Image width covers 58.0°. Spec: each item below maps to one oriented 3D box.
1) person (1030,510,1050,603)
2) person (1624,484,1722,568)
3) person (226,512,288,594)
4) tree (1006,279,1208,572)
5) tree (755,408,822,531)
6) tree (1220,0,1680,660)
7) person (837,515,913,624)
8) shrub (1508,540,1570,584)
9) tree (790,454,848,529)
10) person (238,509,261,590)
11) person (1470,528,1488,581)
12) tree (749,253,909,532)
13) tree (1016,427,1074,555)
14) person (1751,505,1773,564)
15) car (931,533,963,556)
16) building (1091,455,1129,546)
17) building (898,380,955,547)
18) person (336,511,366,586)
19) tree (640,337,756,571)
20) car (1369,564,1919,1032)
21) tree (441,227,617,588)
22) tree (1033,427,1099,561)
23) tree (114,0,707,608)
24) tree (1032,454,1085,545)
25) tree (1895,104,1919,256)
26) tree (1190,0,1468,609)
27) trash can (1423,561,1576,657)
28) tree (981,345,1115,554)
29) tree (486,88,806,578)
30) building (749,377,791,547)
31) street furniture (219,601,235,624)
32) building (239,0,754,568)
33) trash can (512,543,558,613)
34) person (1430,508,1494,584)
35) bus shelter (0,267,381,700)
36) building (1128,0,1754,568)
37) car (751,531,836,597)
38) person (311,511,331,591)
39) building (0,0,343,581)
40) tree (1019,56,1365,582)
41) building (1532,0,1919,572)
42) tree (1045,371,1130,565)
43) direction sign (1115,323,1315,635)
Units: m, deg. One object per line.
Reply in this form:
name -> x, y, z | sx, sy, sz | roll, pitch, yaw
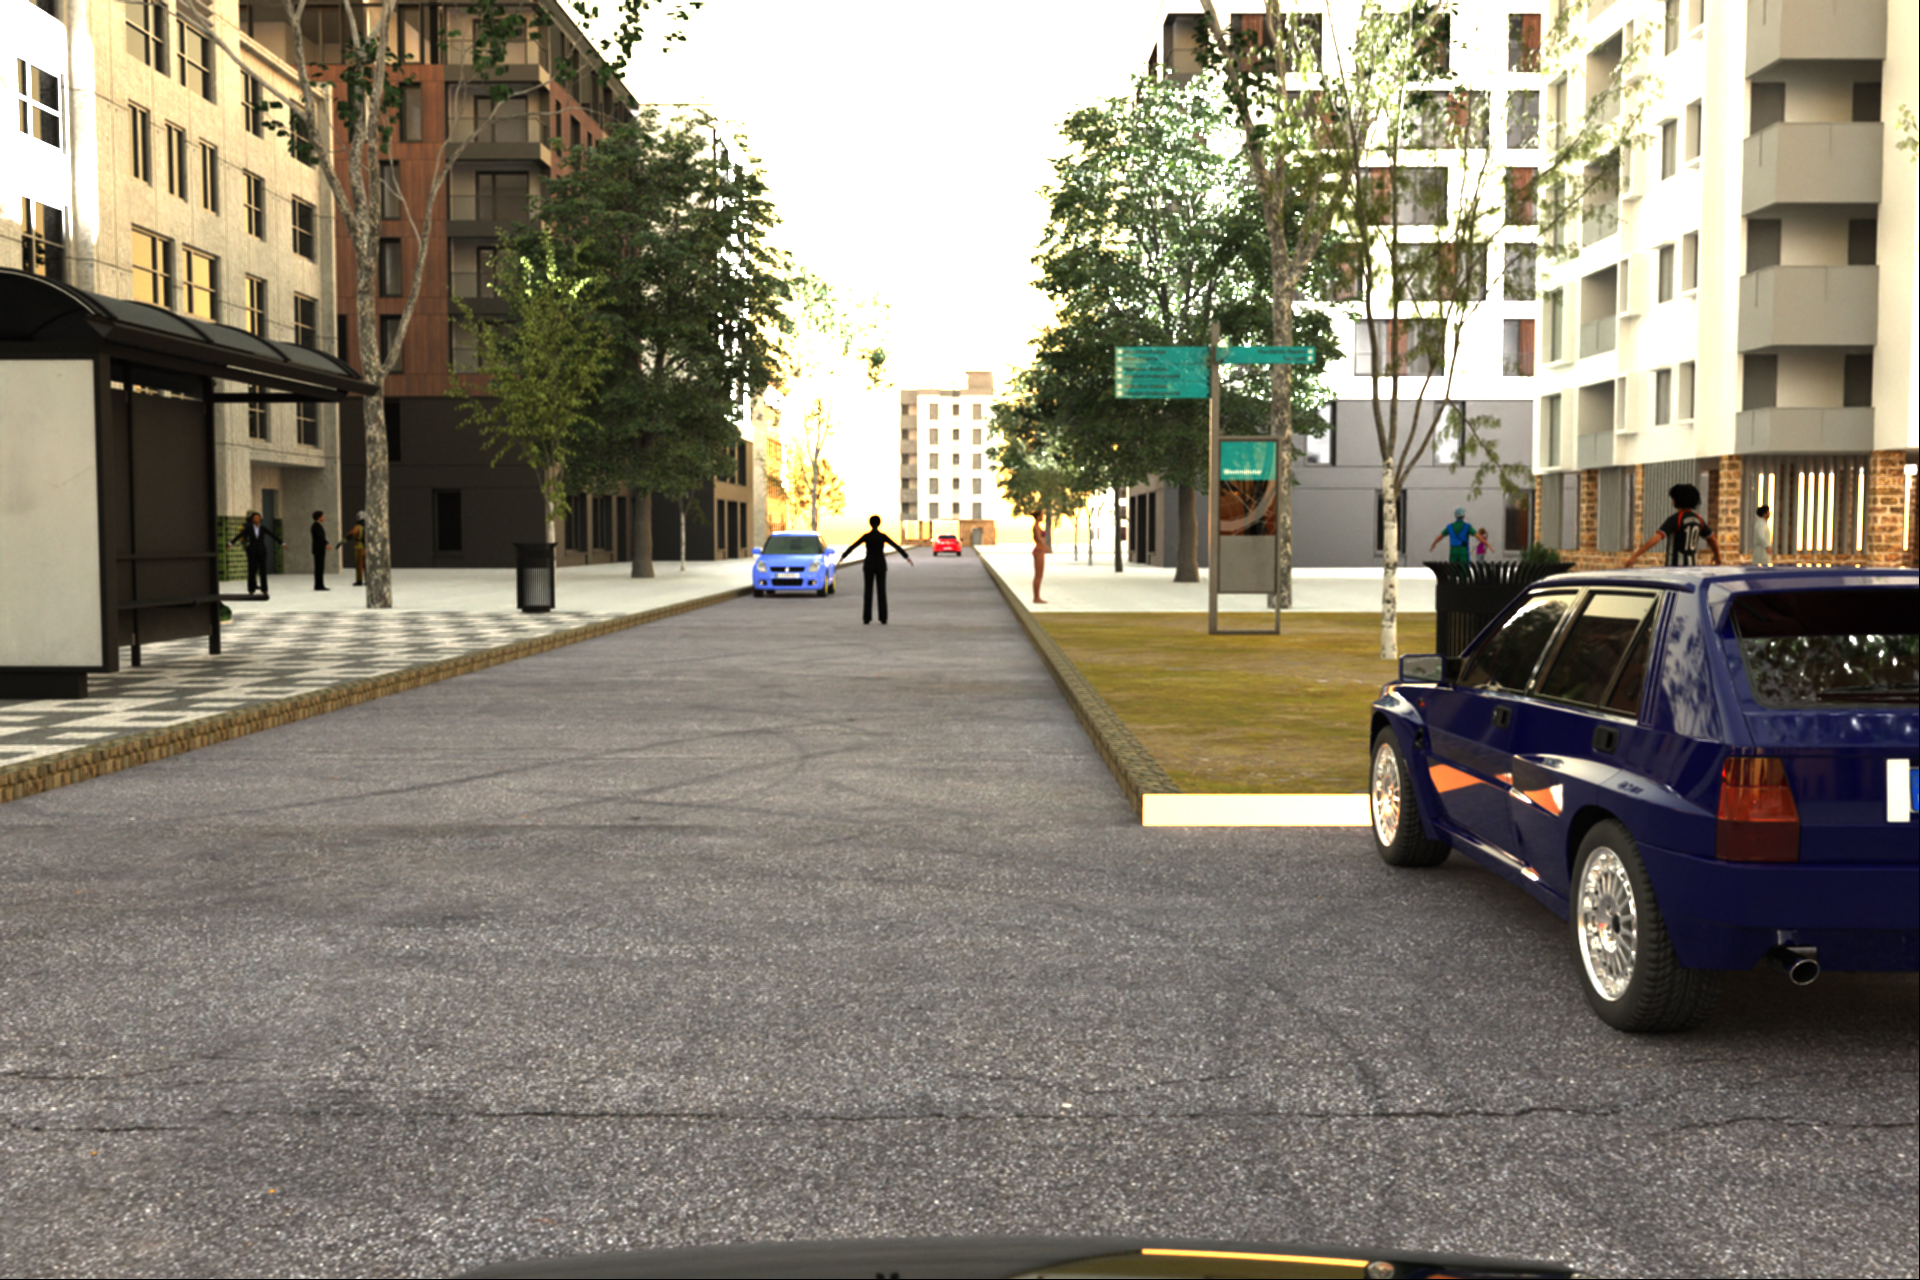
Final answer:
person -> 1.541, -1.559, 32.286 | 0.721, 1.733, 1.217 | 0, 4, -5
person -> 7.820, -0.777, 18.840 | 1.345, 1.843, 0.704 | -2, 4, -23
person -> -14.764, -1.815, 36.393 | 1.216, 1.740, 0.721 | -2, 4, -25
tree -> 5.038, -7.559, 57.998 | 7.601, 10.594, 8.767 | -1, 4, -22
tree -> -9.678, -9.205, 100.868 | 4.360, 8.622, 3.978 | 0, 3, 0
tree -> 4.301, -4.119, 17.713 | 4.360, 8.622, 3.978 | 0, 3, 0
person -> -1.356, -1.130, 27.646 | 1.216, 1.740, 0.721 | 0, 4, -3
shrub -> 7.965, -0.778, 23.842 | 1.383, 1.207, 1.383 | 0, 3, 0
tree -> -16.365, -16.265, 200.340 | 7.601, 10.594, 8.767 | 0, 4, 5
person -> -16.373, -2.102, 40.152 | 0.705, 1.856, 1.354 | -2, 4, -30
person -> 13.301, -2.150, 44.426 | 0.599, 1.433, 0.991 | 3, 4, 39
tree -> -9.524, -15.836, 114.804 | 12.611, 20.169, 13.585 | 0, 3, 0
tree -> 5.989, -9.372, 103.592 | 4.360, 8.622, 3.978 | 0, 3, 0
person -> 14.739, -1.563, 31.734 | 0.705, 1.806, 1.347 | 2, 4, 23
car -> -0.854, -6.397, 113.623 | 2.155, 1.783, 4.494 | 0, 4, -1
building -> 19.359, -14.724, 182.881 | 9.099, 9.664, 28.070 | 0, 4, 0
building -> -6.886, -21.121, 204.199 | 11.380, 20.090, 16.016 | 0, 4, -3
person -> -14.883, -2.283, 43.089 | 0.705, 1.858, 1.354 | 3, 4, 36
tree -> -9.865, -6.708, 60.033 | 4.360, 8.622, 3.978 | 0, 3, 0
car -> 2.707, 0.382, 6.334 | 1.945, 1.354, 3.894 | 0, 4, -1
tree -> -9.907, -5.542, 40.978 | 4.737, 8.622, 4.395 | 0, 3, 0
tree -> 5.436, -8.001, 81.175 | 4.360, 8.622, 3.978 | 0, 3, 0
tree -> -10.260, -10.527, 28.013 | 12.611, 20.169, 13.585 | 0, 3, 0
tree -> 11.278, -17.107, 205.454 | 9.928, 11.665, 9.643 | 0, 3, 0
tree -> 12.661, -4.230, 19.519 | 4.360, 8.622, 3.978 | 0, 3, 0
tree -> 6.686, -10.550, 28.386 | 12.611, 20.169, 13.585 | 0, 3, 0
trash can -> 2.749, 0.170, 8.875 | 0.748, 1.137, 0.748 | 0, 3, 0
tree -> 5.677, -12.593, 112.557 | 9.857, 13.997, 8.962 | 0, 3, 0
tree -> -9.425, -8.807, 50.651 | 9.857, 13.997, 8.962 | 0, 3, 0
building -> -27.662, -20.987, 174.067 | 19.493, 23.208, 18.063 | 0, 4, 0
street furniture -> -13.900, -0.460, 23.145 | 5.734, 0.657, 10.072 | 1, 4, 18
building -> -25.736, -14.469, 80.541 | 27.936, 21.610, 32.646 | 0, 4, 1
trash can -> -6.967, -1.026, 28.433 | 0.748, 1.137, 0.748 | 0, 3, 0
person -> 10.332, -1.814, 35.781 | 1.347, 1.817, 0.704 | 3, 4, 37
bus shelter -> -7.290, -1.344, 15.901 | 2.014, 3.302, 5.546 | 0, 4, 1
building -> 21.676, -14.536, 81.644 | 27.936, 21.610, 32.646 | 0, 3, 0
car -> -3.856, -1.890, 40.491 | 1.945, 1.707, 3.694 | 0, 3, 0
person -> -14.564, -2.034, 39.441 | 0.705, 1.806, 1.347 | -2, 4, -31
building -> -28.090, -10.582, 39.467 | 16.747, 18.905, 31.486 | 0, 4, -1
tree -> 6.017, -8.518, 45.930 | 9.857, 13.997, 8.962 | 0, 3, 0
building -> 21.075, -11.606, 46.172 | 16.016, 20.090, 11.380 | 0, 4, 0
tree -> 5.371, -7.377, 70.983 | 4.360, 8.622, 3.978 | 0, 3, 0
direction sign -> 3.223, -2.001, 21.486 | 2.525, 3.948, 1.411 | 0, 4, 1
